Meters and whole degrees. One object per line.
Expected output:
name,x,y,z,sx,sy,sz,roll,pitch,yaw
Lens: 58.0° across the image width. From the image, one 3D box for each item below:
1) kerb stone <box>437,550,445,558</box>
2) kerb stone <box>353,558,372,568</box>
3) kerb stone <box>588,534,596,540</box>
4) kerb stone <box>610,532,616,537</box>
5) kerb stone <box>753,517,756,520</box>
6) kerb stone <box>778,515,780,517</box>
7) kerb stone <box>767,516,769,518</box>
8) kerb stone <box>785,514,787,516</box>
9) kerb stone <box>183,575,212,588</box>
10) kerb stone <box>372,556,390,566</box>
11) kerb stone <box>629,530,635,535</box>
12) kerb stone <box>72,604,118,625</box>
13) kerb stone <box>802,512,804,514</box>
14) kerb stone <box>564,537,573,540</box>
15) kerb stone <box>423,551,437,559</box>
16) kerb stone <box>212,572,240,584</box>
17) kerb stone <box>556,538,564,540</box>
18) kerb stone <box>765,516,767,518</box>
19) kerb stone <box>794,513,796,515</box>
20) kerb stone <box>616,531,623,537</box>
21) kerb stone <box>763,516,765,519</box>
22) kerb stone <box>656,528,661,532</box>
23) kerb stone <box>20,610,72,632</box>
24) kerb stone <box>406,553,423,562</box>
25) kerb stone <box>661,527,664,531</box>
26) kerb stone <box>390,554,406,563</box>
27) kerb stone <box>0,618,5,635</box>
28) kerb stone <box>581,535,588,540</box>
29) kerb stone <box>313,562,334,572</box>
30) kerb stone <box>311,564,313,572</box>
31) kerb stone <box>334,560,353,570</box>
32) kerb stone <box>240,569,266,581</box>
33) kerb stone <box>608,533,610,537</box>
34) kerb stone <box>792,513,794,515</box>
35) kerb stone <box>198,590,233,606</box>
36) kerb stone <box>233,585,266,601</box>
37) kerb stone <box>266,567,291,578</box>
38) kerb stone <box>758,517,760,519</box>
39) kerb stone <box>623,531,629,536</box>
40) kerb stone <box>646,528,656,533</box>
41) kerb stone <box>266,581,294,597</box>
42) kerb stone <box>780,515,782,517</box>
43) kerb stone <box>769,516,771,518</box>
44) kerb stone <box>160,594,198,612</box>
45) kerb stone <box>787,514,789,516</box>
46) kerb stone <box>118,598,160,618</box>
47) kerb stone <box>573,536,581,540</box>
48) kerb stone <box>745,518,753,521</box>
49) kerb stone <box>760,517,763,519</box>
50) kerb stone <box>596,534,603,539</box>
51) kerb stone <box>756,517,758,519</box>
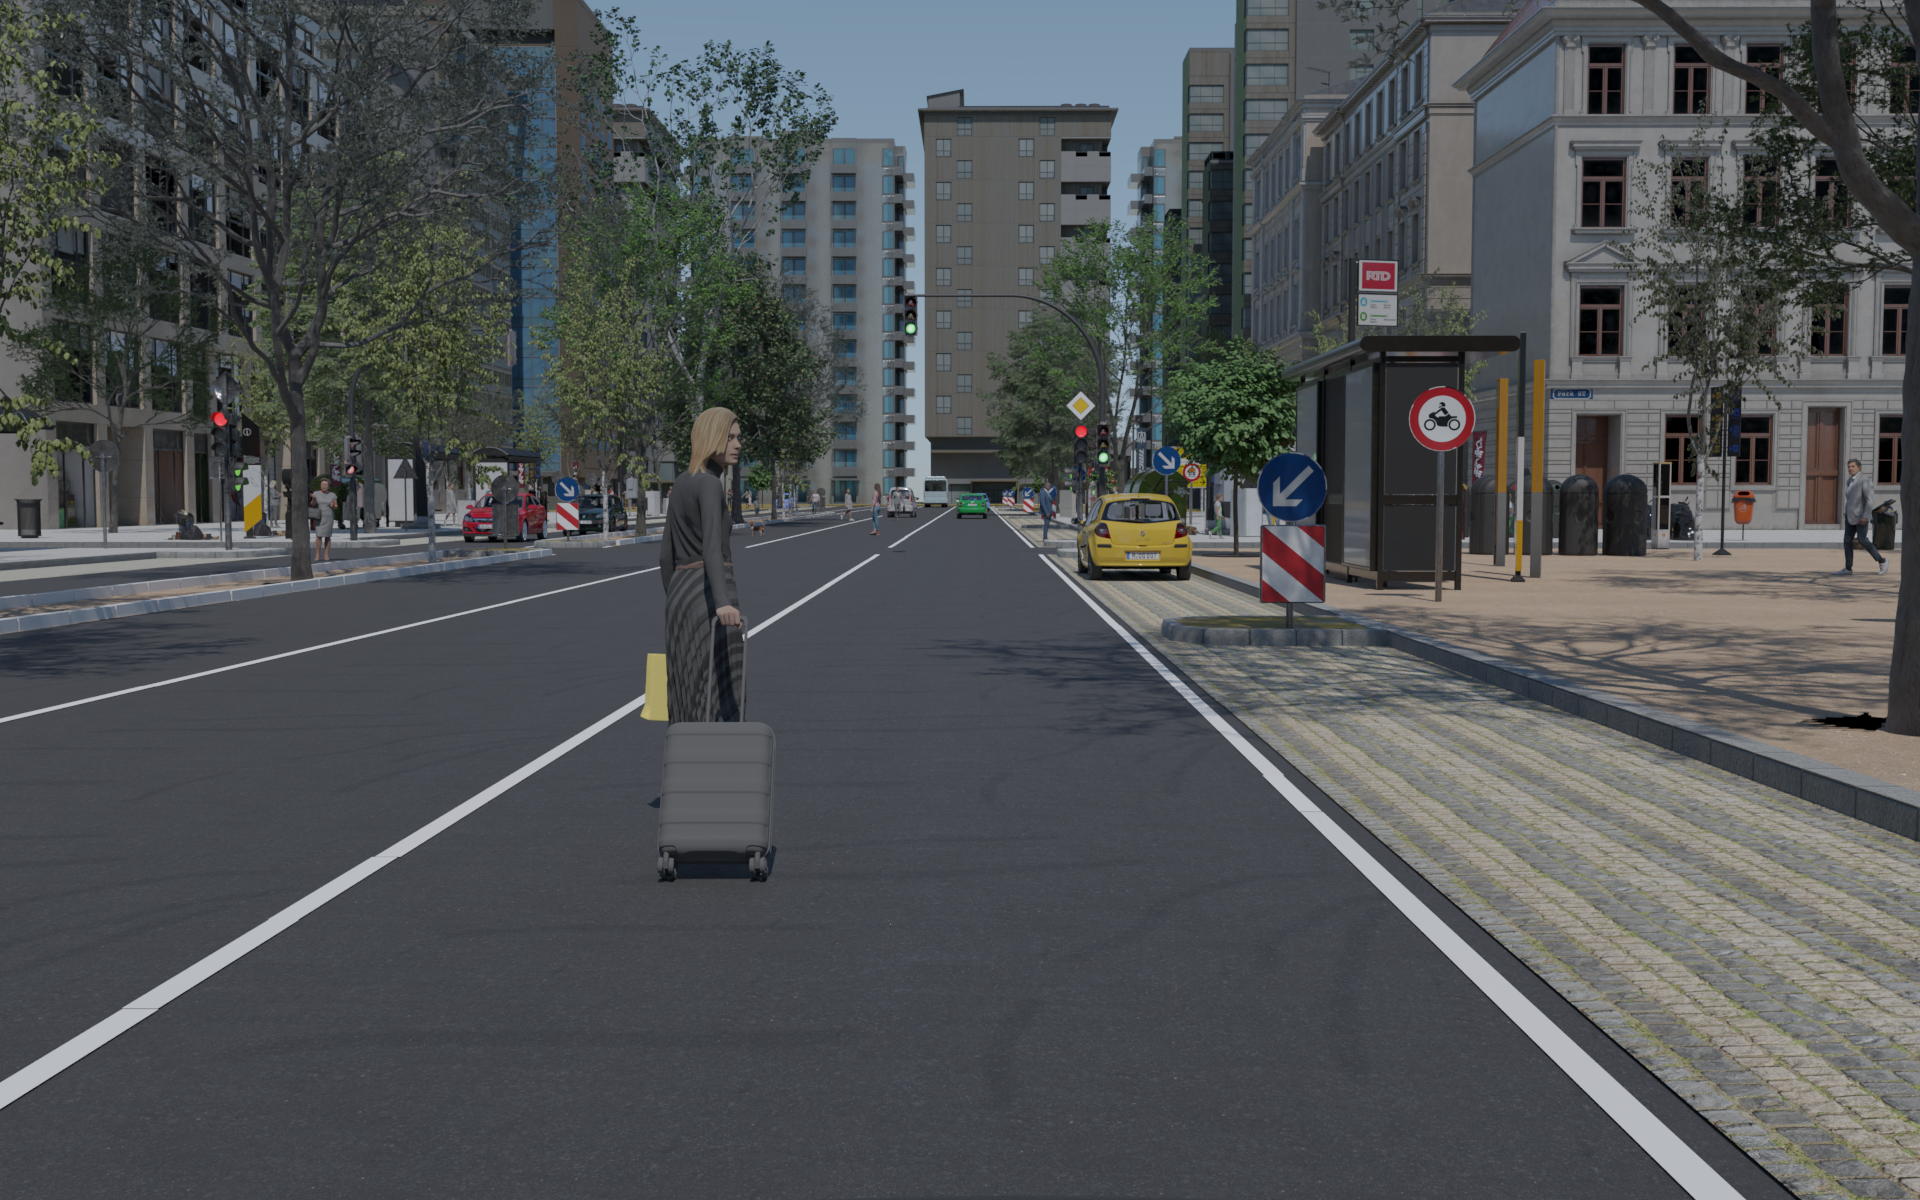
kerb stone,-11.709,-1.026,38.973,0.120,0.150,1.000,0,4,1
kerb stone,-11.767,-0.709,33.837,0.120,0.150,1.000,0,4,1
kerb stone,-11.571,-1.936,53.851,0.120,0.150,1.000,0,4,1
kerb stone,-11.551,-2.124,56.924,0.120,0.150,1.000,0,4,1
kerb stone,-11.218,-4.320,92.832,0.120,0.150,1.000,0,4,1
kerb stone,-11.117,-5.006,104.111,0.120,0.150,1.000,0,4,1
kerb stone,-11.159,-4.697,98.989,0.120,0.150,1.000,0,4,1
kerb stone,-11.073,-5.256,108.221,0.120,0.150,1.000,0,4,1
kerb stone,-11.828,-0.271,26.658,0.120,0.150,1.000,0,4,1
kerb stone,-11.753,-0.773,34.862,0.120,0.150,1.000,0,4,1
kerb stone,-11.518,-2.312,60.011,0.120,0.150,1.000,0,4,1
kerb stone,-9.799,0.172,19.462,0.120,0.150,1.000,0,4,1
kerb stone,-10.980,-5.885,118.476,0.120,0.150,1.000,0,4,1
kerb stone,-11.605,-1.748,50.769,0.120,0.150,1.000,0,4,1
kerb stone,-11.728,-0.964,37.951,0.120,0.150,1.000,0,4,1
kerb stone,-11.820,-0.331,27.680,0.120,0.150,1.000,0,4,1
kerb stone,-11.613,-1.684,49.744,0.120,0.150,1.000,0,4,1
kerb stone,-11.170,-4.628,97.965,0.120,0.150,1.000,0,4,1
kerb stone,-11.024,-5.569,113.355,0.120,0.150,1.000,0,4,1
kerb stone,-11.539,-2.186,57.963,0.120,0.150,1.000,0,4,1
kerb stone,-11.175,-4.568,96.929,0.120,0.150,1.000,0,4,1
kerb stone,-11.475,-2.626,65.147,0.120,0.150,1.000,0,4,1
kerb stone,-9.801,0.230,18.440,0.120,0.150,1.000,0,4,1
kerb stone,-11.732,-0.901,36.920,0.120,0.150,1.000,0,4,1
kerb stone,-11.467,-2.682,66.170,0.120,0.150,1.000,0,4,1
kerb stone,-11.751,-0.836,35.891,0.120,0.150,1.000,0,4,1
kerb stone,-9.814,0.292,17.418,0.120,0.150,1.000,0,4,1
kerb stone,-11.584,-1.870,52.823,0.120,0.150,1.000,0,4,1
kerb stone,-11.789,-0.585,31.786,0.120,0.150,1.000,0,4,1
kerb stone,-11.796,-0.518,30.764,0.120,0.150,1.000,0,4,1
kerb stone,-11.781,-0.649,32.807,0.120,0.150,1.000,0,4,1
kerb stone,-11.815,-0.399,28.720,0.120,0.150,1.000,0,4,1
kerb stone,-11.551,-2.061,55.896,0.120,0.150,1.000,0,4,1
kerb stone,-11.032,-5.513,112.326,0.120,0.150,1.000,0,4,1
kerb stone,-9.768,-0.021,22.534,0.120,0.150,1.000,0,4,1
kerb stone,-9.751,-0.079,23.566,0.120,0.150,1.000,0,4,1
kerb stone,-11.797,-0.462,29.742,0.120,0.150,1.000,0,4,1
kerb stone,-11.191,-4.446,94.881,0.120,0.150,1.000,0,4,1
kerb stone,-11.527,-2.250,58.989,0.120,0.150,1.000,0,4,1
kerb stone,-11.484,-2.564,64.121,0.120,0.150,1.000,0,4,1
kerb stone,-9.749,-0.145,24.592,0.120,0.150,1.000,0,4,1
kerb stone,-11.082,-5.199,107.196,0.120,0.150,1.000,0,4,1
kerb stone,-11.155,-4.759,100.011,0.120,0.150,1.000,0,4,1
kerb stone,-9.776,0.042,21.510,0.120,0.150,1.000,0,4,1
kerb stone,-11.074,-5.324,109.246,0.120,0.150,1.000,0,4,1
kerb stone,-9.790,0.104,20.488,0.120,0.150,1.000,0,4,1
kerb stone,-11.597,-1.810,51.794,0.120,0.150,1.000,0,4,1
kerb stone,-11.230,-4.254,91.804,0.120,0.150,1.000,0,4,1
kerb stone,-11.189,-4.508,95.904,0.120,0.150,1.000,0,4,1
kerb stone,-11.571,-1.999,54.874,0.120,0.150,1.000,0,4,1
kerb stone,-11.206,-4.383,93.854,0.120,0.150,1.000,0,4,1
